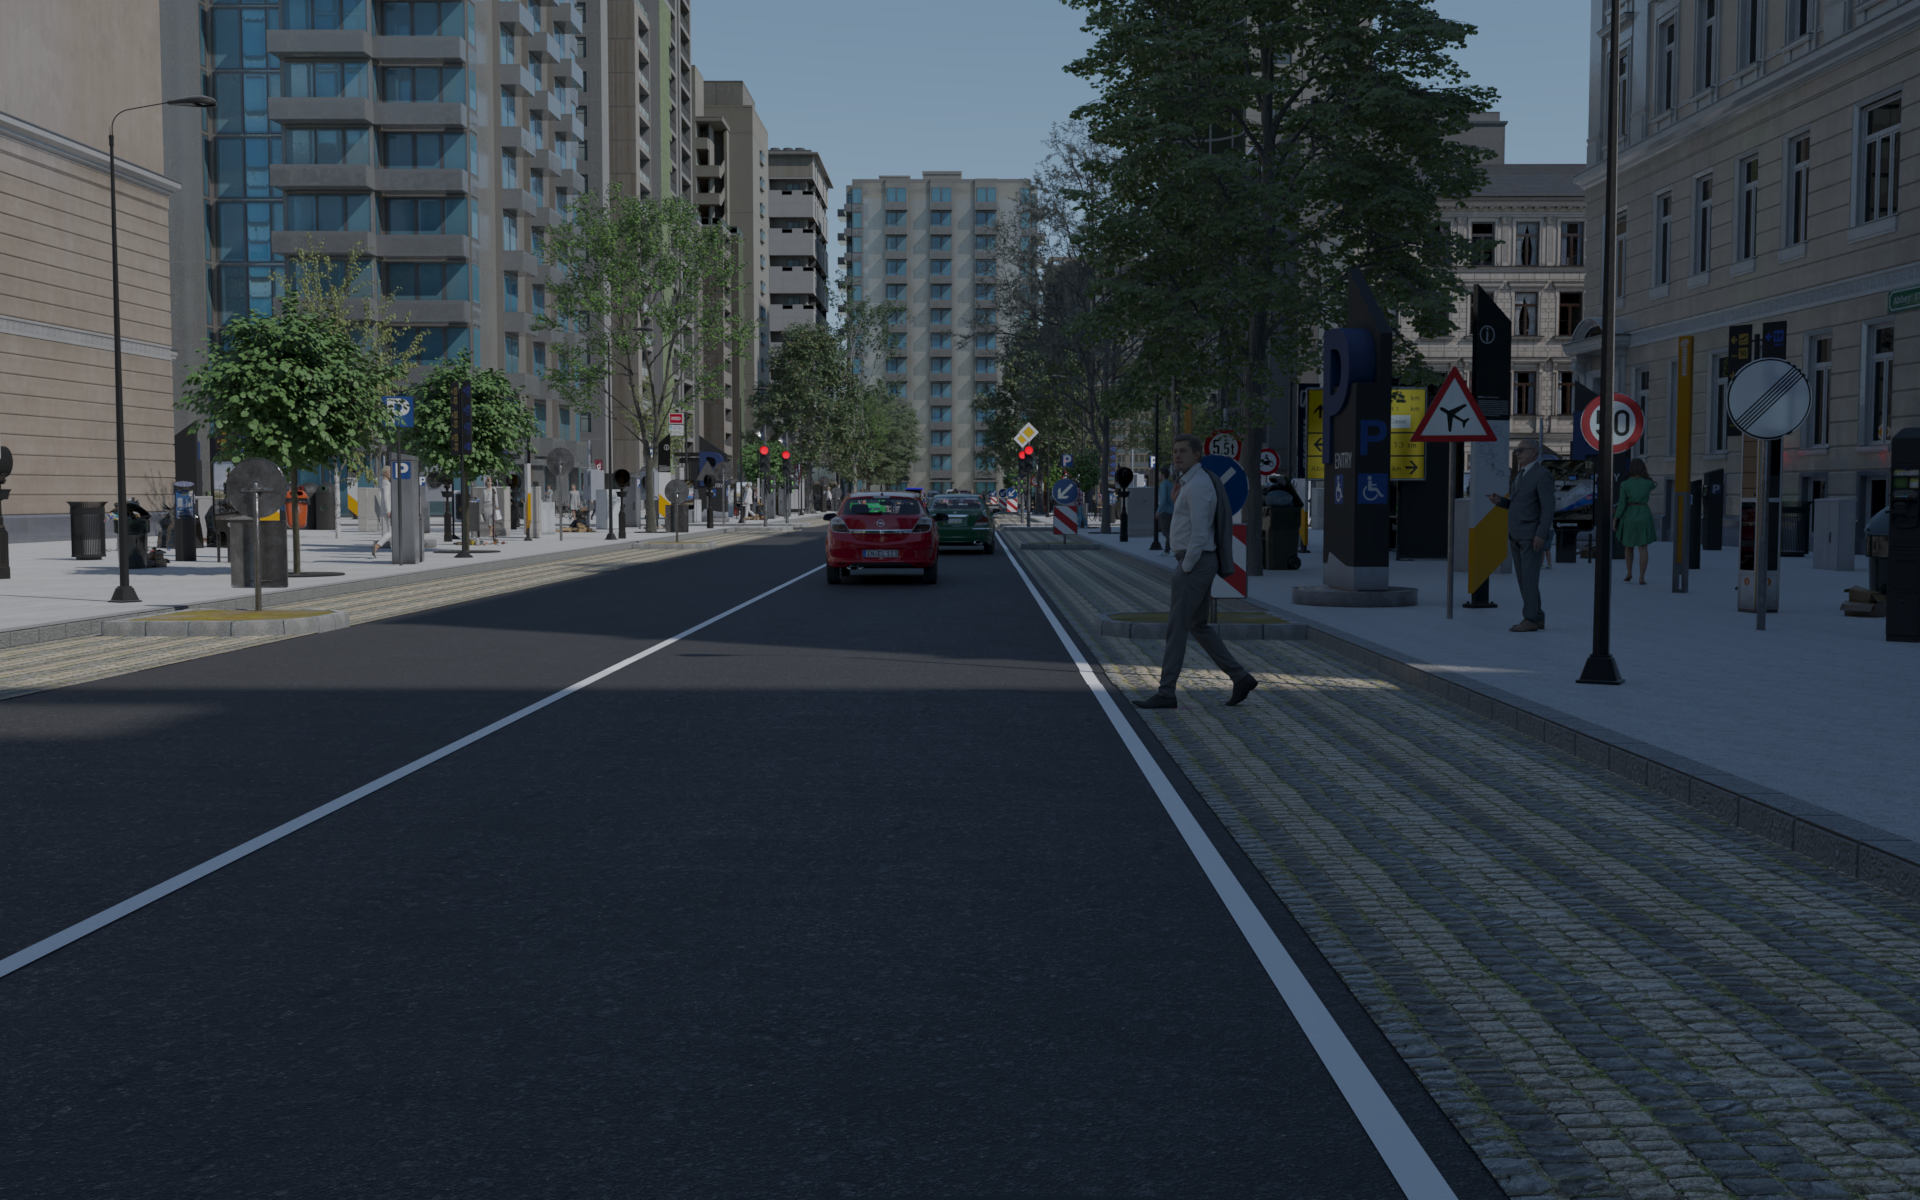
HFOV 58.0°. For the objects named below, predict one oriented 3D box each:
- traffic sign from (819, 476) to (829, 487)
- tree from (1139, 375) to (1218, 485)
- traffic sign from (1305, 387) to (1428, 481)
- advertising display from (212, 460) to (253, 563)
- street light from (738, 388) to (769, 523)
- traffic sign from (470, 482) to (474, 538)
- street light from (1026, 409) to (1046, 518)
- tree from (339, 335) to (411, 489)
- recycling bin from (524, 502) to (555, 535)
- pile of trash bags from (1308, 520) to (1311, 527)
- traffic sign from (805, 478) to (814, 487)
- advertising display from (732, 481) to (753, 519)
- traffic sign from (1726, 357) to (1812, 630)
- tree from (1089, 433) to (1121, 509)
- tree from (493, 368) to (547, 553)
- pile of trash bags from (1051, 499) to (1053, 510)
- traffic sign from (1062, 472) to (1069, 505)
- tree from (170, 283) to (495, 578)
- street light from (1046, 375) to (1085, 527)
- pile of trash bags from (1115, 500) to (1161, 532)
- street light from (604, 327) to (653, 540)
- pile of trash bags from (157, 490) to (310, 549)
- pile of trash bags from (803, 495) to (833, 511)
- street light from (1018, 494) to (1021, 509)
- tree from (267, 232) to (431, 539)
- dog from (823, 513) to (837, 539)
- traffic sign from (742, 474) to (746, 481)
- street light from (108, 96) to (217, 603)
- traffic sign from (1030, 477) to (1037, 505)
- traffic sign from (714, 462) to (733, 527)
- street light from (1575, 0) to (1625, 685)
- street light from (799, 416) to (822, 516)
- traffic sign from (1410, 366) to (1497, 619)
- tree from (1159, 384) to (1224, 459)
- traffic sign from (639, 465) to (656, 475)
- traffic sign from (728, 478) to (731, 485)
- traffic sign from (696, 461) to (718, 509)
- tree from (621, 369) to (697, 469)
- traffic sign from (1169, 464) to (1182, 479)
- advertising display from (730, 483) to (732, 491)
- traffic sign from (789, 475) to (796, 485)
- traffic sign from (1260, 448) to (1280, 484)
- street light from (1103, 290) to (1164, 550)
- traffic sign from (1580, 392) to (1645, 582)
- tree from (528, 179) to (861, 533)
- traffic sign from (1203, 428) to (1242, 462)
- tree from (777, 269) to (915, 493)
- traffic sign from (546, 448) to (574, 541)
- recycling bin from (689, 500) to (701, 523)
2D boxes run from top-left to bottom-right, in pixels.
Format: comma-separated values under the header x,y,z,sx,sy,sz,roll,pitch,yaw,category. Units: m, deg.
x,y,z,sx,sy,sz,roll,pitch,yaw,category
-9.545,-7.430,121.580,0.768,2.556,0.104,0,4,7,traffic sign
12.626,-8.934,96.439,4.737,8.622,4.395,0,3,0,tree
7.726,-2.394,33.013,2.265,3.308,0.079,0,4,6,traffic sign
-13.486,-1.655,32.269,0.974,1.923,0.123,1,4,18,advertising display
-9.024,-6.305,75.620,1.470,5.913,1.316,0,4,0,street light
-14.242,-3.082,50.498,0.768,2.556,0.104,0,4,6,traffic sign
4.286,-7.470,94.679,1.470,5.913,1.316,0,4,0,street light
-27.235,-7.961,80.531,4.360,8.622,3.978,0,3,0,tree
-13.402,-2.607,55.186,0.722,1.027,0.722,2,4,26,recycling bin
15.207,-3.514,67.209,3.447,1.369,1.912,-3,5,-40,pile of trash bags
-11.474,-8.055,131.806,0.768,2.556,0.104,1,4,8,traffic sign
-10.964,-5.056,87.882,0.974,1.923,0.123,-3,4,-38,advertising display
7.558,-0.988,16.268,0.768,2.556,0.104,0,4,7,traffic sign
11.691,-12.046,147.319,4.360,8.622,3.978,0,3,0,tree
-10.752,-3.312,37.865,4.285,4.588,4.351,0,3,0,tree
8.358,-7.730,136.144,1.912,1.369,3.447,-2,4,-24,pile of trash bags
5.957,-5.938,97.091,0.884,2.594,0.081,0,4,8,traffic sign
-10.514,-2.656,27.143,4.285,4.588,4.351,0,3,0,tree
4.245,-5.818,67.670,1.470,5.913,1.316,0,4,0,street light
6.586,-3.061,59.797,1.912,1.369,3.447,-2,4,-28,pile of trash bags
-9.218,-4.630,48.242,1.470,5.913,1.316,0,4,0,street light
-17.497,-1.957,41.747,3.447,1.369,1.912,-2,4,-24,pile of trash bags
-10.863,-7.286,128.876,1.912,1.369,3.447,2,4,32,pile of trash bags
4.489,-9.188,122.768,1.470,5.913,1.316,0,4,0,street light
-17.647,-6.067,49.563,4.737,8.622,4.395,0,3,0,tree
-4.134,-2.400,56.083,0.800,0.831,0.513,-3,5,-41,dog
-13.021,-6.457,105.673,0.768,2.556,0.104,0,4,2,traffic sign
-9.366,-2.925,20.359,1.470,5.913,1.316,0,4,0,street light
5.165,-7.186,117.591,0.768,2.556,0.104,1,4,9,traffic sign
-9.317,-4.165,68.204,0.768,2.556,0.104,0,4,6,traffic sign
3.819,-2.390,11.621,1.470,5.913,1.316,0,4,0,street light
-8.948,-8.010,103.503,1.470,5.913,1.316,0,4,0,street light
5.033,-1.084,17.725,0.884,2.594,0.081,0,4,1,traffic sign
14.890,-9.896,112.155,4.360,8.622,3.978,0,3,0,tree
-13.539,-4.593,75.199,0.768,2.556,0.104,0,4,1,traffic sign
-11.252,-4.935,82.815,0.606,2.300,0.079,0,4,2,traffic sign
-9.813,-4.116,67.292,0.884,2.594,0.081,0,4,6,traffic sign
-17.513,-9.207,100.904,4.737,8.622,4.395,0,3,0,tree
8.147,-3.925,64.280,0.768,2.556,0.104,1,4,10,traffic sign
-13.909,-6.084,104.681,0.123,1.923,0.974,2,4,25,advertising display
-9.842,-6.064,99.153,0.884,2.594,0.081,0,4,3,traffic sign
8.436,-2.915,47.772,0.768,2.556,0.104,0,4,6,traffic sign
3.951,-4.096,39.504,1.470,5.913,1.316,0,4,0,street light
8.167,-1.324,21.754,0.768,2.556,0.104,1,4,9,traffic sign
-10.205,-8.023,56.931,9.928,11.665,9.643,0,3,0,tree
5.064,-2.031,33.316,0.768,2.556,0.104,1,4,10,traffic sign
-10.285,-17.923,148.931,12.611,20.169,13.585,0,3,0,tree
-10.951,-2.897,47.473,0.768,2.556,0.104,0,4,1,traffic sign
-12.031,-3.972,77.496,0.722,1.027,0.722,1,4,13,recycling bin
